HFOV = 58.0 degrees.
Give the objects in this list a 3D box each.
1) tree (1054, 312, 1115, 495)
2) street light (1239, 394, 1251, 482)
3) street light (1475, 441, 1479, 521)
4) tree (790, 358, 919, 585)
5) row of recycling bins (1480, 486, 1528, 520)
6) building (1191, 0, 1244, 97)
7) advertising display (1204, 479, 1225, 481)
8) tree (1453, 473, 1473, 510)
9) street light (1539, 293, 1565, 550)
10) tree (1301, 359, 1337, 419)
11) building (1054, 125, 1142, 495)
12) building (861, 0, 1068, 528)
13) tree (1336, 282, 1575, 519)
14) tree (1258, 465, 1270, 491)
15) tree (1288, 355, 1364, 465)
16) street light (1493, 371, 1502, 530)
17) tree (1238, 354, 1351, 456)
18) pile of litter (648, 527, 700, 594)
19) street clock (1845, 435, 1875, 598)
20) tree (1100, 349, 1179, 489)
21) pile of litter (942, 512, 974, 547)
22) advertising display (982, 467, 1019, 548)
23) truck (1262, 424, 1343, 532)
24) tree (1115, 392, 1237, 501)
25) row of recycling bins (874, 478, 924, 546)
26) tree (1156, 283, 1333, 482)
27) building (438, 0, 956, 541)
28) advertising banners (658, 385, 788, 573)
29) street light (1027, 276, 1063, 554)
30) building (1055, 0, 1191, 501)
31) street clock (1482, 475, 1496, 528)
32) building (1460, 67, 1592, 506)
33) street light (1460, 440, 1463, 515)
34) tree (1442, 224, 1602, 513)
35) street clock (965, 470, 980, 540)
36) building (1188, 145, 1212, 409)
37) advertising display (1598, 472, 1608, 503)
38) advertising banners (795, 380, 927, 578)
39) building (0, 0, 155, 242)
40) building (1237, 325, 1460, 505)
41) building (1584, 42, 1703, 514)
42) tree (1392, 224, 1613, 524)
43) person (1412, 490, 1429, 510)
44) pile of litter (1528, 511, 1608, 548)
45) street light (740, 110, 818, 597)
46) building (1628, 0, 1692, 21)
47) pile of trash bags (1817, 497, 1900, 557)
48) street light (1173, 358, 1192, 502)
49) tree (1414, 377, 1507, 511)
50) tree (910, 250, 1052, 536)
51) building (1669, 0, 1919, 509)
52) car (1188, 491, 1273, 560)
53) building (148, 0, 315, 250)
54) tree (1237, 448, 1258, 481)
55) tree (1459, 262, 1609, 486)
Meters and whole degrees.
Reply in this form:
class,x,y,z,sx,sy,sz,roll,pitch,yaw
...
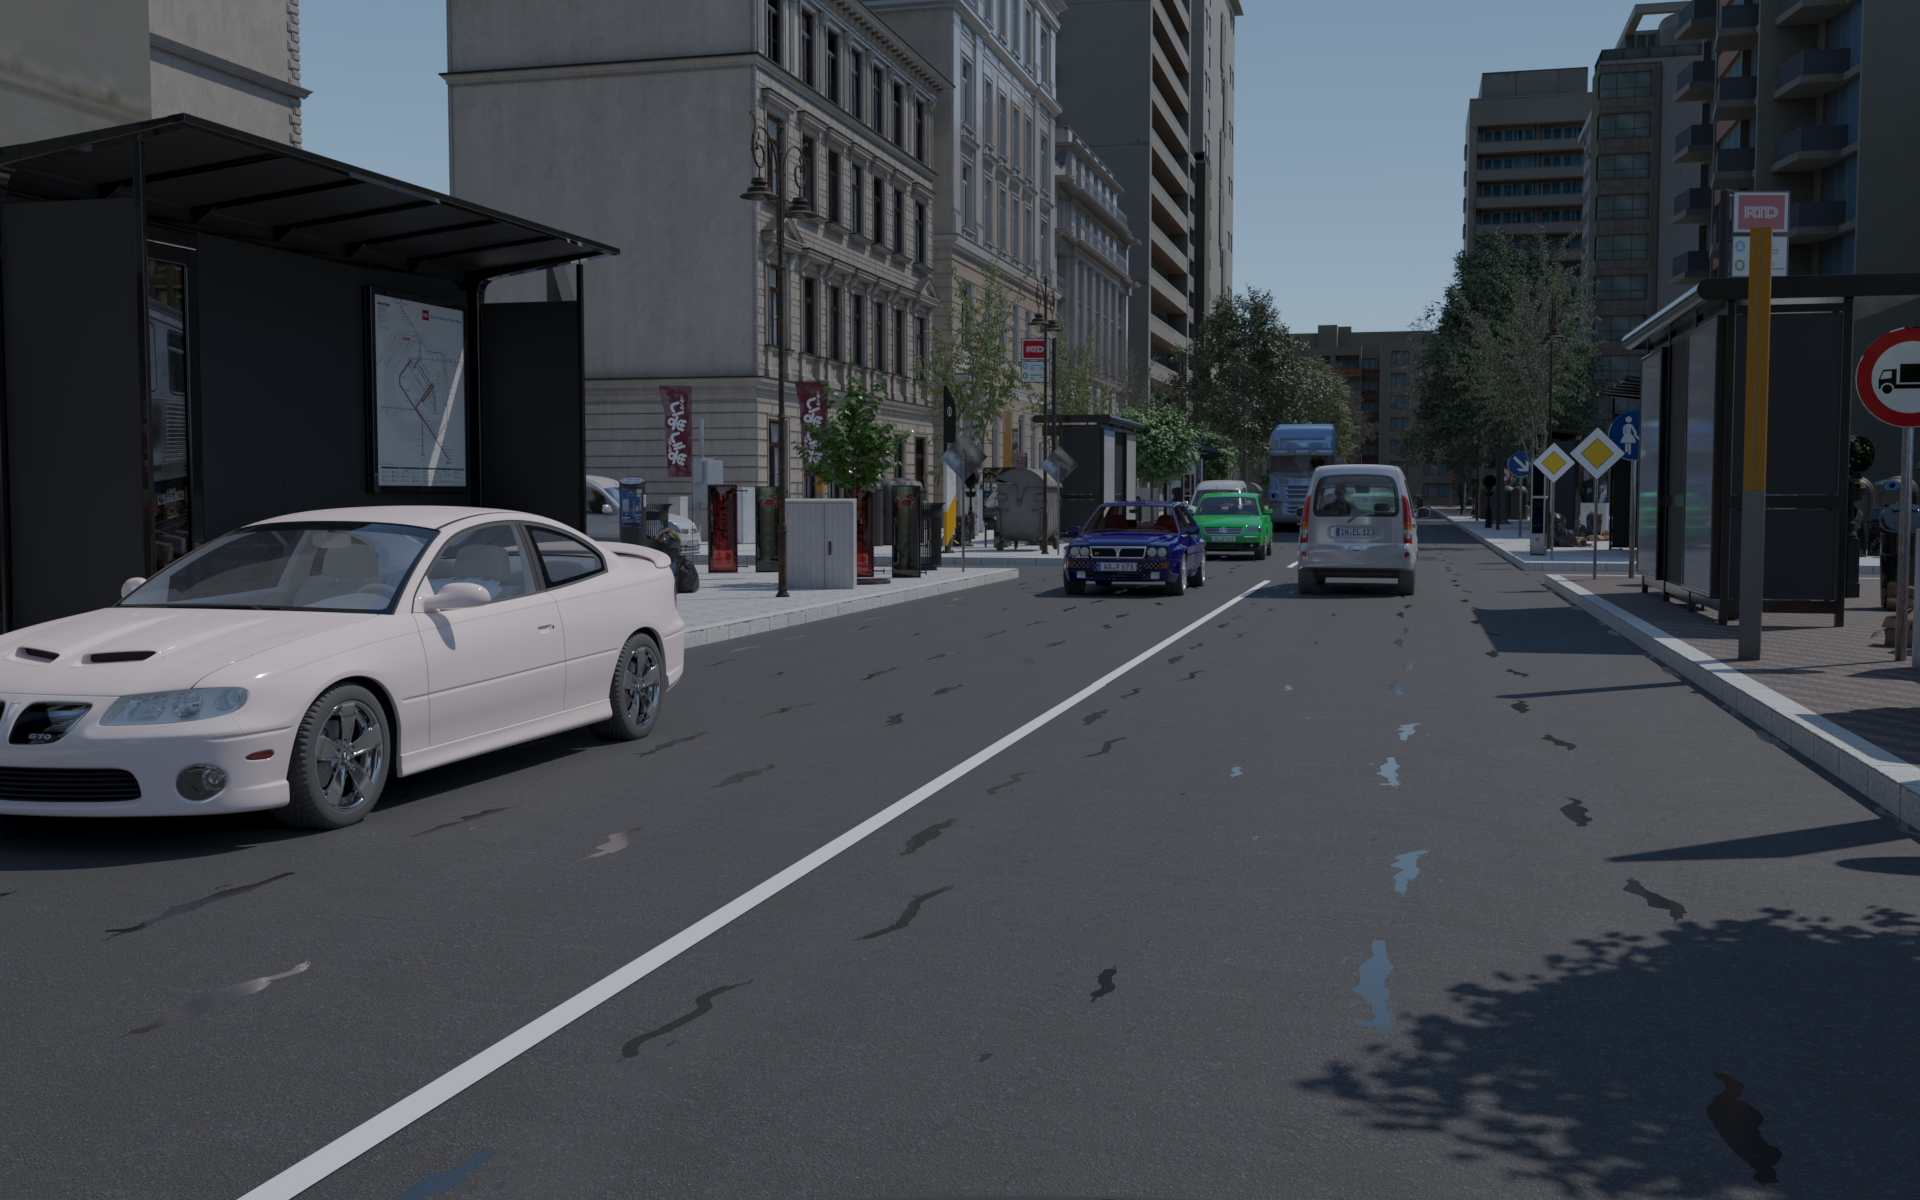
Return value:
class,x,y,z,sx,sy,sz,roll,pitch,yaw
tree,4.456,-7.282,69.427,4.737,8.622,4.395,0,3,0
street light,13.184,-6.581,80.384,0.468,5.910,1.993,1,4,14
street light,24.970,-6.770,83.474,0.468,5.910,1.993,1,4,14
tree,-1.548,-1.855,24.926,1.663,3.219,1.824,0,3,0
row of recycling bins,27.388,-4.905,87.310,1.069,1.692,3.534,-1,4,-15
building,11.858,-35.299,166.380,27.495,52.752,28.713,1,4,14
advertising display,10.520,-4.080,71.930,0.974,1.923,0.123,0,4,-6
tree,41.565,-9.049,142.546,1.663,3.219,1.824,0,3,0
street light,13.611,-4.108,39.951,0.468,5.910,1.993,1,4,14
tree,32.213,-14.893,153.868,12.009,13.543,11.850,0,3,0
building,1.831,-15.650,97.673,13.314,21.916,24.055,1,4,14
building,-3.825,-17.695,75.221,13.634,28.700,20.117,1,4,14
tree,27.249,-10.991,90.071,12.009,13.543,11.850,0,3,0
tree,21.418,-8.203,117.826,4.285,4.588,4.351,0,3,0
tree,29.085,-13.683,141.842,7.486,12.596,7.792,0,3,0
street light,19.294,-5.454,61.961,0.468,5.910,1.993,1,4,14
tree,19.958,-10.582,107.426,8.767,10.594,7.601,1,4,10
pile of litter,-4.024,-0.505,22.225,1.176,0.858,1.719,3,4,36
street clock,11.022,-1.032,21.441,0.471,2.002,0.358,-1,4,-12
tree,8.986,-8.341,86.741,4.360,8.622,3.978,0,3,0
pile of litter,-0.190,-1.760,42.747,1.176,0.858,1.719,1,4,12
advertising display,0.993,-2.224,41.572,0.974,1.923,0.123,2,4,29
truck,14.569,-5.055,72.411,2.967,4.110,18.799,1,4,13
tree,6.215,-4.429,56.131,4.285,4.588,4.351,0,3,0
row of recycling bins,-1.798,-2.251,43.911,1.069,1.692,3.534,1,4,21
tree,15.524,-10.854,94.474,9.611,12.733,9.660,0,3,0
building,-7.672,-11.717,56.196,10.561,19.102,19.286,1,4,14
advertising banners,-3.832,-1.954,28.139,2.074,3.025,0.090,-1,4,-12
street light,1.815,-3.917,36.830,0.468,5.910,1.993,1,4,14
building,4.584,-30.640,124.673,21.300,48.544,21.600,1,4,14
street clock,19.994,-3.725,65.476,0.471,2.002,0.358,-1,4,-15
building,69.291,-35.291,200.709,21.600,48.544,21.300,1,4,14
street light,30.508,-8.100,105.229,0.468,5.910,1.993,1,4,14
tree,15.291,-5.884,46.572,4.360,8.622,3.978,0,3,0
street clock,0.302,-2.708,48.853,0.471,2.002,0.358,2,4,32
building,12.686,-22.629,141.691,14.160,30.474,14.107,1,4,14
advertising display,18.856,-2.797,50.939,0.123,1.923,0.974,2,4,34
advertising banners,-1.533,-1.862,26.624,2.074,3.025,0.090,1,4,11
building,-23.392,-23.863,13.859,21.600,48.544,21.300,1,4,14
building,45.954,-22.452,212.124,28.899,21.520,27.650,1,4,14
building,48.744,-20.968,114.527,14.160,30.474,14.107,1,4,14
tree,23.135,-9.578,73.602,9.611,12.733,9.660,0,3,0
person,33.453,-7.133,125.855,1.217,1.736,0.721,0,4,-4
pile of litter,14.687,-1.732,42.280,1.176,0.858,1.719,-1,4,-19
street light,-2.210,-2.973,21.403,0.468,5.910,1.993,1,4,14
building,62.247,-26.835,130.636,32.217,40.220,23.993,1,4,14
pile of trash bags,19.295,-1.570,35.426,3.447,1.369,1.912,2,4,24
street light,7.558,-5.264,58.858,0.468,5.910,1.993,1,4,14
tree,39.579,-12.812,135.234,9.928,11.665,9.643,0,3,0
tree,0.466,-6.273,52.931,4.737,8.622,4.395,0,3,0
building,44.725,-25.876,77.693,22.147,44.769,28.867,1,4,14
car,6.112,-1.859,39.190,1.959,1.807,4.718,1,4,13
building,-33.084,-14.010,57.945,19.941,23.489,11.050,1,4,14
tree,10.668,-5.668,76.390,4.285,4.588,4.351,0,3,0
tree,18.075,-6.376,54.615,4.737,8.622,4.395,0,3,0
